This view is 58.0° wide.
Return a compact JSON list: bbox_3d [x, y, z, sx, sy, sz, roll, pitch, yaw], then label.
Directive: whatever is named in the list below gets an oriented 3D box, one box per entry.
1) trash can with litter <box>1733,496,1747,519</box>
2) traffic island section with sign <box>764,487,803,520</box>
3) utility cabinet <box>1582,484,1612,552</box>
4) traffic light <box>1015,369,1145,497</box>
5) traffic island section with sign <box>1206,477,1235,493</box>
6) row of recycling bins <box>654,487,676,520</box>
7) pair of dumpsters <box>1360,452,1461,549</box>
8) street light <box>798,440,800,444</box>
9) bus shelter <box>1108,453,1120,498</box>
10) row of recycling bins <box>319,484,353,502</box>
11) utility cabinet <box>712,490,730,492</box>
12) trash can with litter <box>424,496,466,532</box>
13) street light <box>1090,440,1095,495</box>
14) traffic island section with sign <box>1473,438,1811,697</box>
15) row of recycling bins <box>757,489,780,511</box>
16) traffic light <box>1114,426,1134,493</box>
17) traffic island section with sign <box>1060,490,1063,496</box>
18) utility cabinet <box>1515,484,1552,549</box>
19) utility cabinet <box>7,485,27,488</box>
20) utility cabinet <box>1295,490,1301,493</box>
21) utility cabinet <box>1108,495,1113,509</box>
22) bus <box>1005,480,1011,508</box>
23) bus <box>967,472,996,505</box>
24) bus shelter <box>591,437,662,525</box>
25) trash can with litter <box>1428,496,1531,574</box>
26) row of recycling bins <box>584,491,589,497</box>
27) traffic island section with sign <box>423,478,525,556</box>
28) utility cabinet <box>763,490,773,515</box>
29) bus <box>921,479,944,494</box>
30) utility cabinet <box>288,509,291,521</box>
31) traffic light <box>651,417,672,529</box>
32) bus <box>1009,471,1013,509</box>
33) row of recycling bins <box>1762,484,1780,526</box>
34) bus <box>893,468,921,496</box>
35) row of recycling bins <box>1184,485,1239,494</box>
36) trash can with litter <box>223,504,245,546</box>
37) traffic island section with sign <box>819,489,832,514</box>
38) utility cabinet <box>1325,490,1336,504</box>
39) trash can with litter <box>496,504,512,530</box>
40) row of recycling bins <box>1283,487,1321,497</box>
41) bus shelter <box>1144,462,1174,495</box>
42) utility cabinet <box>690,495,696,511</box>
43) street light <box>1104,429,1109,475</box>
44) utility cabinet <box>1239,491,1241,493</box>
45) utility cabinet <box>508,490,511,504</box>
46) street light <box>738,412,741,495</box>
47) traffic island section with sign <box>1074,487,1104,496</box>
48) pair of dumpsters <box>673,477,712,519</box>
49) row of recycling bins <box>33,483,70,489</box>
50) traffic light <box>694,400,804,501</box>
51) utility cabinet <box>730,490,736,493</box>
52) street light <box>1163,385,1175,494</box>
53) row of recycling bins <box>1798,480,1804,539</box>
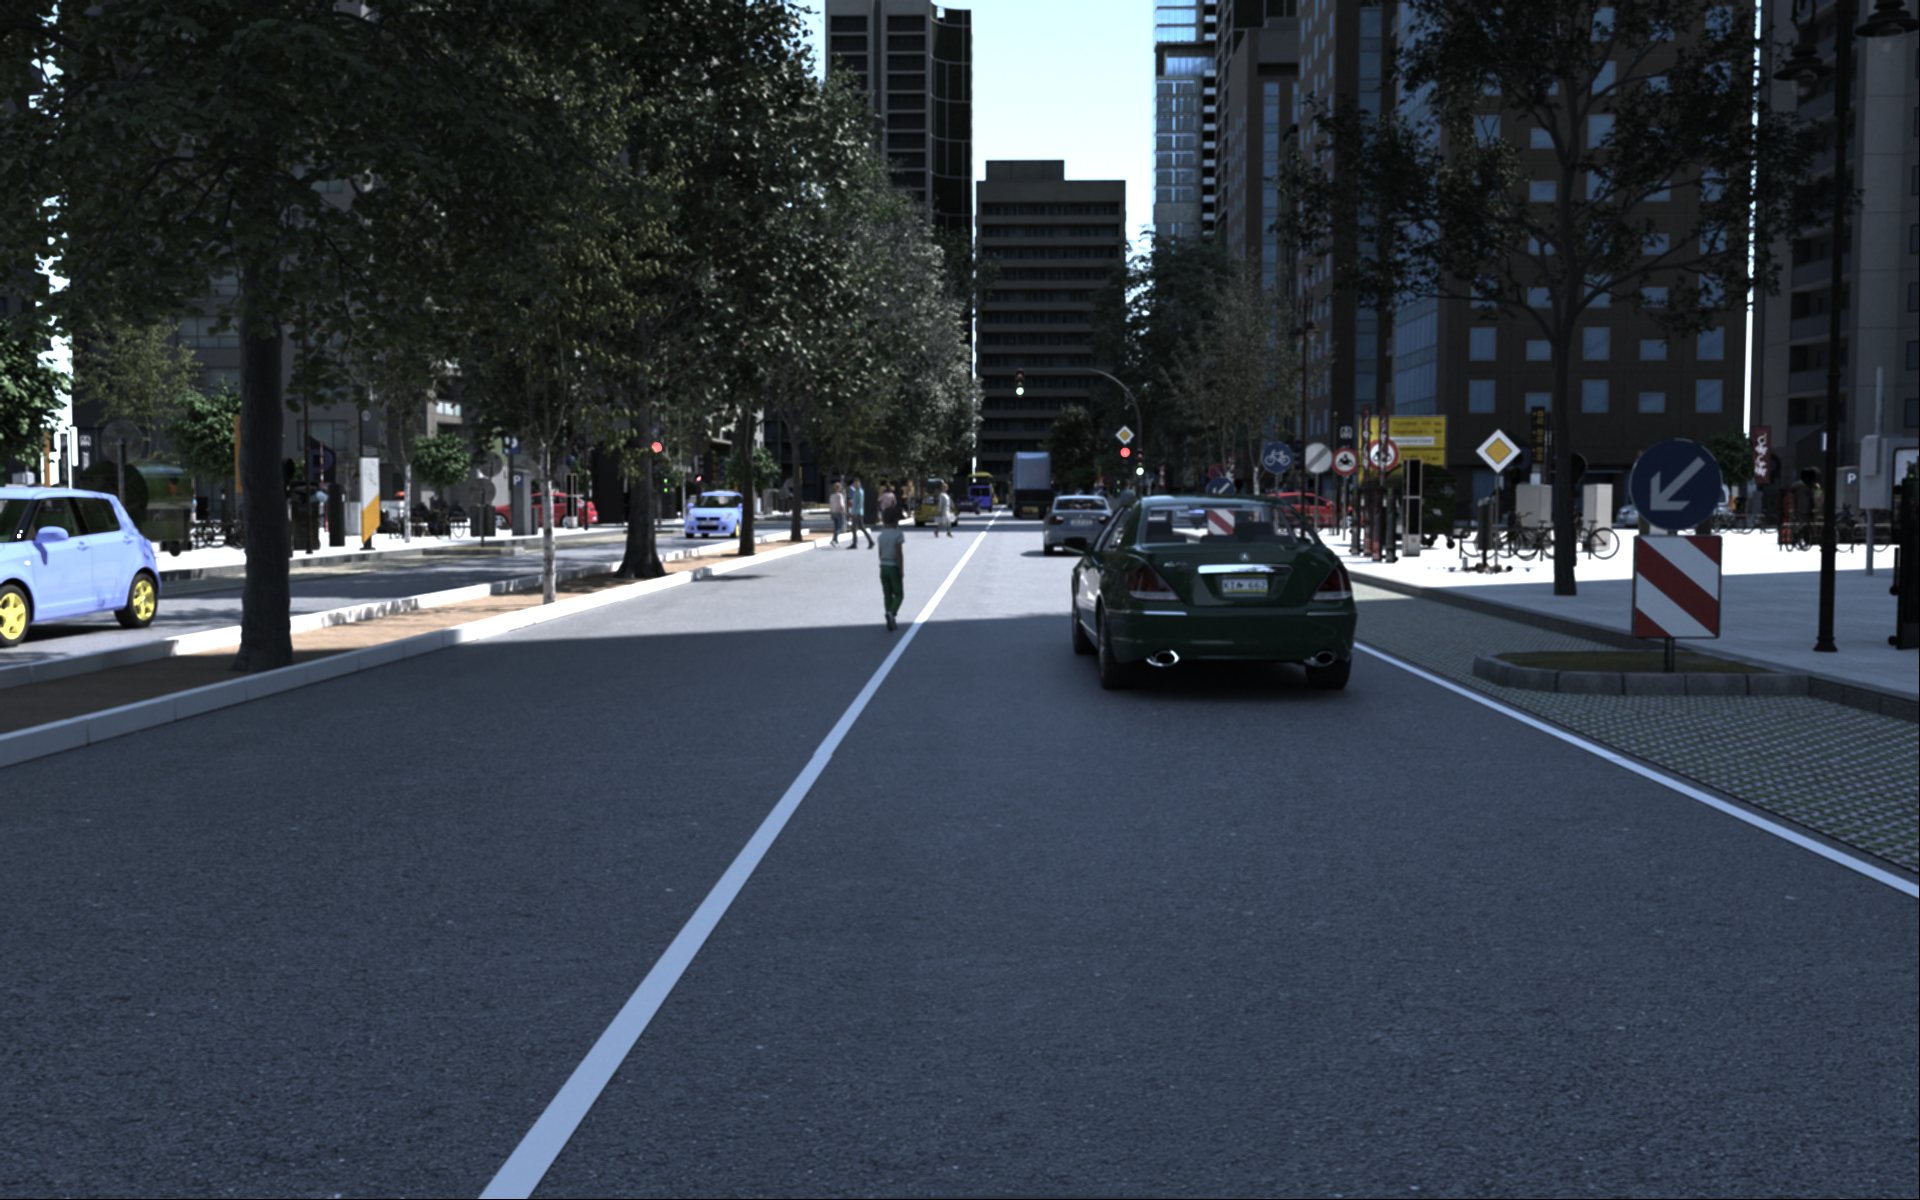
[{"bbox_3d":[40.155,-4.755,89.138,0.624,1.170,1.055,2,4,29],"label":"trash can with litter"},{"bbox_3d":[-9.750,-5.355,96.179,1.989,1.847,2.006,0,4,2],"label":"traffic island section with sign"},{"bbox_3d":[14.179,-1.828,38.570,0.318,1.500,1.173,3,4,36],"label":"utility cabinet"},{"bbox_3d":[4.391,-5.396,62.890,4.771,5.953,1.251,0,4,2],"label":"traffic light"},{"bbox_3d":[5.838,-1.924,40.084,1.989,1.847,2.006,0,4,2],"label":"traffic island section with sign"},{"bbox_3d":[-14.978,-4.949,88.028,1.069,1.692,3.534,-1,4,-15],"label":"row of recycling bins"},{"bbox_3d":[10.976,-2.438,42.356,1.574,2.255,4.437,0,4,2],"label":"pair of dumpsters"},{"bbox_3d":[-11.355,-9.012,120.130,0.468,5.910,1.993,0,4,2],"label":"street light"},{"bbox_3d":[12.764,-9.957,140.430,2.179,5.291,8.768,0,4,2],"label":"bus shelter"},{"bbox_3d":[-27.414,-4.031,73.014,3.534,1.692,1.069,-2,4,-31],"label":"row of recycling bins"},{"bbox_3d":[-13.256,-5.302,95.371,0.318,1.500,1.173,2,4,26],"label":"utility cabinet"},{"bbox_3d":[-18.215,-2.980,59.786,1.678,1.210,2.233,-3,5,-42],"label":"trash can with litter"},{"bbox_3d":[11.025,-10.520,144.789,0.468,5.910,1.993,0,4,2],"label":"street light"},{"bbox_3d":[5.025,-0.276,13.141,1.989,1.847,2.006,0,4,2],"label":"traffic island section with sign"},{"bbox_3d":[-14.391,-7.556,130.661,1.069,1.692,3.534,1,4,12],"label":"row of recycling bins"},{"bbox_3d":[6.726,-5.017,70.950,0.839,4.253,0.868,0,4,2],"label":"traffic light"},{"bbox_3d":[8.374,-7.063,124.100,1.989,1.847,2.006,0,4,2],"label":"traffic island section with sign"},{"bbox_3d":[13.413,-1.945,40.479,0.318,1.500,1.173,-1,4,-9],"label":"utility cabinet"},{"bbox_3d":[-22.666,-1.969,40.870,0.318,1.500,1.173,3,5,41],"label":"utility cabinet"},{"bbox_3d":[18.267,-5.158,93.016,0.318,1.500,1.173,2,4,24],"label":"utility cabinet"},{"bbox_3d":[11.326,-7.496,133.721,1.020,1.237,0.306,1,4,14],"label":"utility cabinet"},{"bbox_3d":[6.240,-11.395,181.165,2.948,3.499,13.247,0,4,0],"label":"bus"},{"bbox_3d":[2.379,-12.518,196.220,2.896,3.916,12.252,0,4,3],"label":"bus"},{"bbox_3d":[-14.322,-5.099,74.646,1.731,3.624,6.357,0,4,2],"label":"bus shelter"},{"bbox_3d":[8.568,-1.076,28.654,1.678,1.210,2.233,1,4,18],"label":"trash can with litter"},{"bbox_3d":[-32.433,-8.542,146.772,3.534,1.692,1.069,1,4,19],"label":"row of recycling bins"},{"bbox_3d":[-11.413,-1.977,40.946,1.989,1.847,2.006,0,4,2],"label":"traffic island section with sign"},{"bbox_3d":[-11.670,-5.900,105.143,0.318,1.500,1.173,1,4,9],"label":"utility cabinet"},{"bbox_3d":[-3.205,-12.995,207.333,2.948,3.499,13.247,0,4,0],"label":"bus"},{"bbox_3d":[-24.037,-3.104,61.915,0.306,1.237,1.020,-1,4,-18],"label":"utility cabinet"},{"bbox_3d":[-11.019,-4.560,63.479,0.839,4.253,0.868,0,4,2],"label":"traffic light"},{"bbox_3d":[6.062,-10.652,165.705,2.896,3.916,12.252,0,4,3],"label":"bus"},{"bbox_3d":[34.258,-3.910,71.037,3.534,1.692,1.069,-2,4,-31],"label":"row of recycling bins"},{"bbox_3d":[-5.193,-10.148,157.468,2.896,3.916,12.252,0,4,3],"label":"bus"},{"bbox_3d":[12.588,-4.860,86.568,3.534,1.692,1.069,-3,4,-37],"label":"row of recycling bins"},{"bbox_3d":[-17.953,-1.963,43.490,0.624,1.170,1.055,1,4,18],"label":"trash can with litter"},{"bbox_3d":[-8.920,-7.009,123.223,1.989,1.847,2.006,0,4,2],"label":"traffic island section with sign"},{"bbox_3d":[22.676,-5.874,104.718,1.173,1.500,0.318,2,4,31],"label":"utility cabinet"},{"bbox_3d":[-15.951,-3.080,61.751,1.055,1.170,0.624,-3,5,-42],"label":"trash can with litter"},{"bbox_3d":[20.273,-6.023,105.581,3.534,1.692,1.069,2,4,27],"label":"row of recycling bins"},{"bbox_3d":[12.936,-7.202,111.678,2.014,3.302,5.546,0,4,2],"label":"bus shelter"},{"bbox_3d":[-12.560,-4.424,83.490,0.306,1.237,1.020,2,4,35],"label":"utility cabinet"},{"bbox_3d":[10.294,-9.063,120.962,0.468,5.910,1.993,0,4,2],"label":"street light"},{"bbox_3d":[16.085,-5.629,100.715,0.318,1.500,1.173,1,4,20],"label":"utility cabinet"},{"bbox_3d":[-25.956,-5.692,101.745,0.318,1.500,1.173,3,5,40],"label":"utility cabinet"},{"bbox_3d":[-12.170,-7.537,96.025,0.468,5.910,1.993,0,4,2],"label":"street light"},{"bbox_3d":[7.546,-5.380,96.594,1.989,1.847,2.006,0,4,2],"label":"traffic island section with sign"},{"bbox_3d":[-14.332,-5.504,92.489,1.574,2.255,4.437,0,4,2],"label":"pair of dumpsters"},{"bbox_3d":[-34.286,-3.478,63.982,3.534,1.692,1.069,1,4,22],"label":"row of recycling bins"},{"bbox_3d":[-8.684,-5.918,71.433,4.771,5.953,1.251,0,4,2],"label":"traffic light"},{"bbox_3d":[-13.007,-5.393,96.855,0.318,1.500,1.173,-3,5,-41],"label":"utility cabinet"},{"bbox_3d":[8.833,-6.148,73.308,0.468,5.910,1.993,0,4,2],"label":"street light"},{"bbox_3d":[25.645,-2.604,49.691,3.534,1.692,1.069,1,4,11],"label":"row of recycling bins"}]
